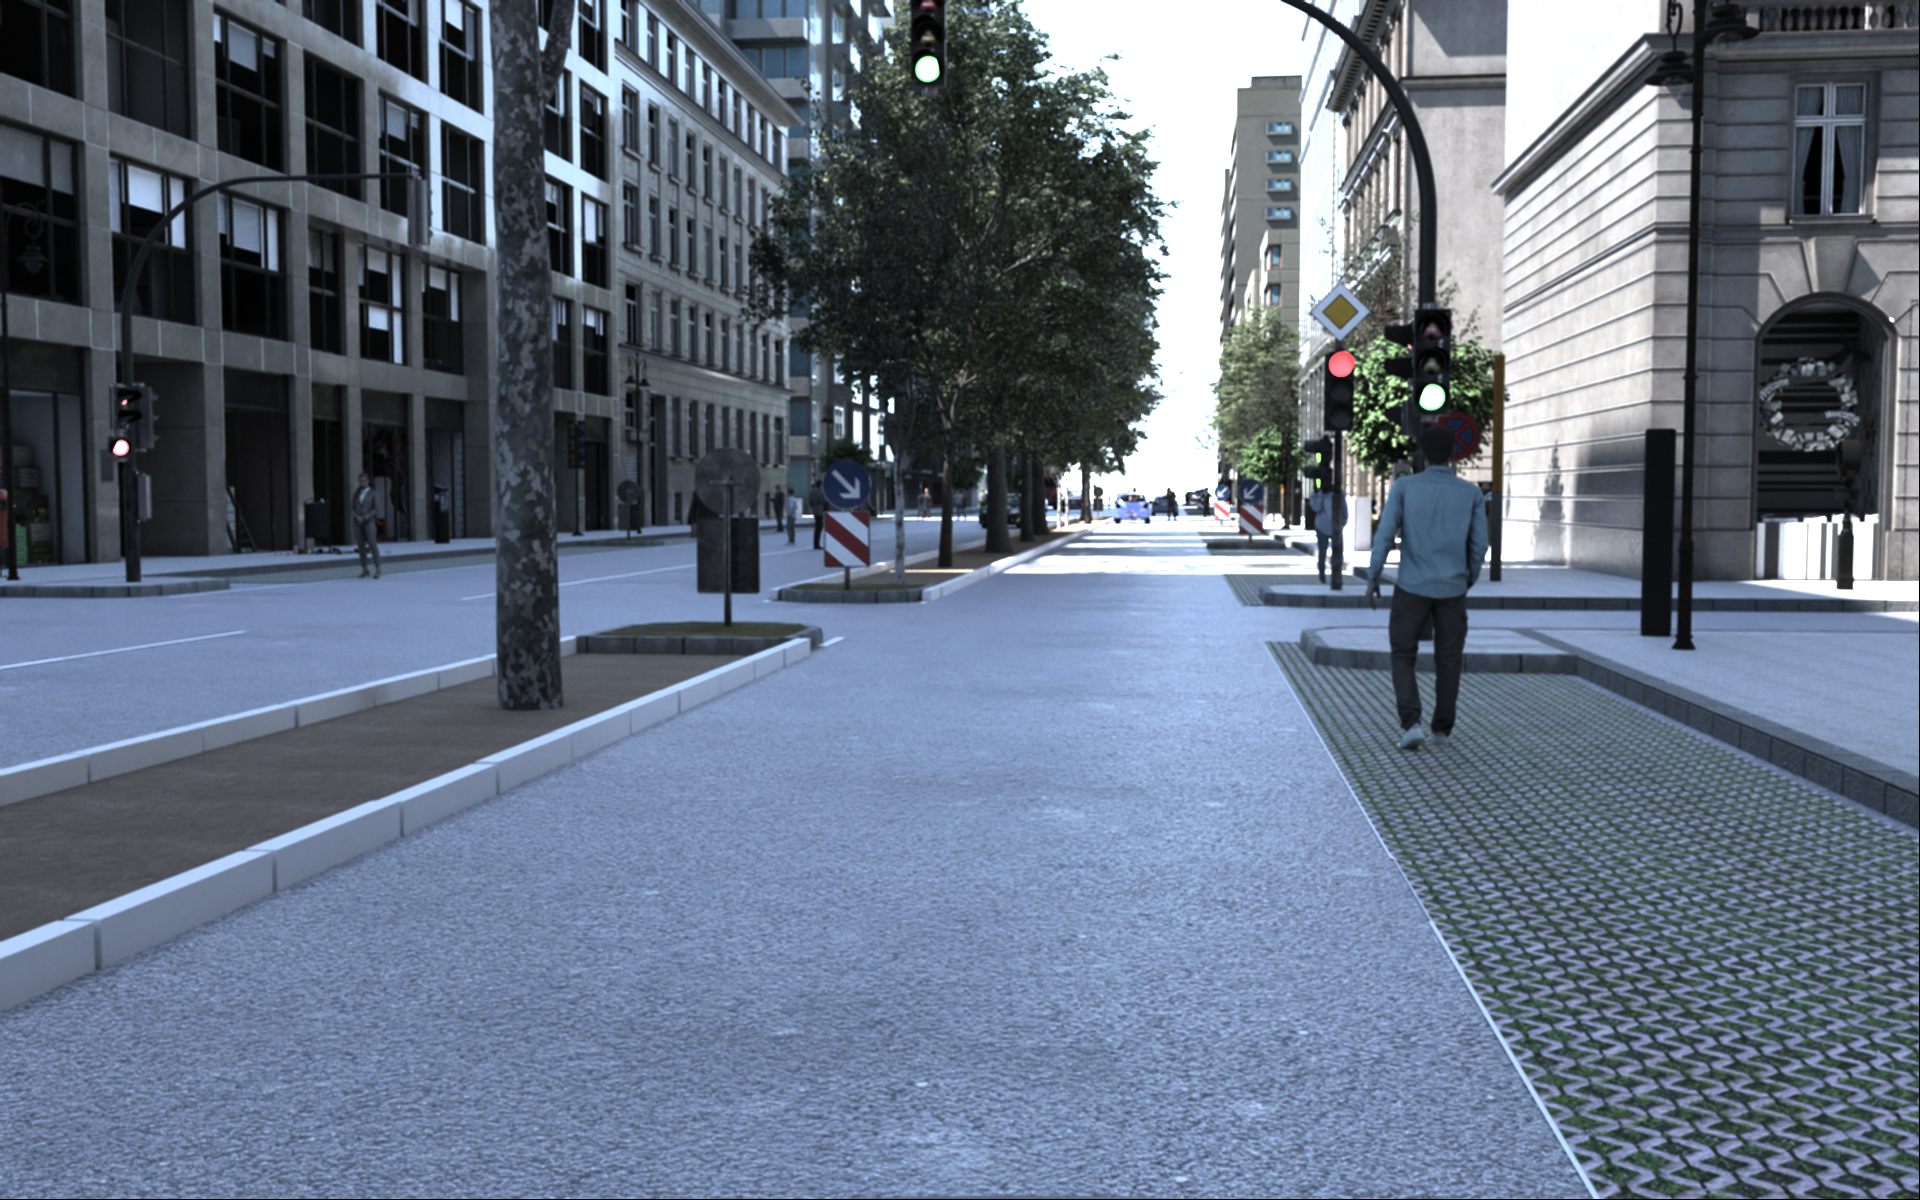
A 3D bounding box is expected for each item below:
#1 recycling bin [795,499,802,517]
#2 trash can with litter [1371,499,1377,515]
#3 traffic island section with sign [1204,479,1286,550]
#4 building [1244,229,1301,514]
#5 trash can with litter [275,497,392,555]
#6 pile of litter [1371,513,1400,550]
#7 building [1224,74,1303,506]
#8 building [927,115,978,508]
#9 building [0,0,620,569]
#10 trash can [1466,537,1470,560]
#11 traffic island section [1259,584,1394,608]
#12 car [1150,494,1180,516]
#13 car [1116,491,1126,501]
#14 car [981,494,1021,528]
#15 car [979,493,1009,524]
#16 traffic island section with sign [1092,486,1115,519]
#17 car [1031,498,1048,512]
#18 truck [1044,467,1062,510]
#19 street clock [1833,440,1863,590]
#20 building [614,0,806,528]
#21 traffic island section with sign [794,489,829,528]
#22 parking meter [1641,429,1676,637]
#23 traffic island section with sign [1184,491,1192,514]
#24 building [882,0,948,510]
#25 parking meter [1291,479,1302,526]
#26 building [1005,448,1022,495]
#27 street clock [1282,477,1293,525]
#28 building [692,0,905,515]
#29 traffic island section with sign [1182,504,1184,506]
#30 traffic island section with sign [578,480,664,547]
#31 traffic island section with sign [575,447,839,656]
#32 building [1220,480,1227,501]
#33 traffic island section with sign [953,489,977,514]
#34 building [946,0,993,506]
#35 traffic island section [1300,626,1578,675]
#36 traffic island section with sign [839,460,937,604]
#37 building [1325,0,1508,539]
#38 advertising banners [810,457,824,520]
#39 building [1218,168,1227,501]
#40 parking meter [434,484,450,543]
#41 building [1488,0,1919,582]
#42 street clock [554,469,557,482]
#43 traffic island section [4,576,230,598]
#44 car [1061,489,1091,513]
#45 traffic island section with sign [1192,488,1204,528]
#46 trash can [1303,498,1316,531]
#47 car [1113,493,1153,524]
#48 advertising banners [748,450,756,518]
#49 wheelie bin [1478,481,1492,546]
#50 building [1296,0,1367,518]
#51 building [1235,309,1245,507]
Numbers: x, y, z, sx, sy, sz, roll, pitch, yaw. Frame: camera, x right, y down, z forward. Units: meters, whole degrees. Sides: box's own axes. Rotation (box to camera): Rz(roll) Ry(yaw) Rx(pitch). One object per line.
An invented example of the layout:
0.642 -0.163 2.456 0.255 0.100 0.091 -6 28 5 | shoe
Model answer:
-9.391 -5.220 97.907 0.722 1.027 0.722 2 4 25 | recycling bin
10.235 -2.011 44.269 0.624 1.170 1.055 -1 4 -9 | trash can with litter
7.493 -2.251 45.438 1.989 1.847 2.006 0 4 7 | traffic island section with sign
35.506 -17.181 125.949 27.650 21.520 28.899 0 4 7 | building
-13.400 -1.595 37.137 2.233 1.210 1.678 0 4 -7 | trash can with litter
9.725 -1.603 40.170 1.176 0.858 1.719 -2 4 -24 | pile of litter
41.634 -35.052 196.806 21.300 48.544 21.600 0 4 7 | building
-6.052 -29.503 165.968 14.154 41.232 14.086 0 4 7 | building
-23.762 -14.734 45.425 19.350 26.468 34.151 0 4 7 | building
7.219 -0.828 25.199 0.748 1.137 0.748 0 3 0 | trash can
5.061 -0.056 23.191 2.009 0.180 2.903 0 4 7 | traffic island section
13.456 -6.227 113.822 2.014 1.417 4.499 0 4 6 | car
22.212 -13.808 234.439 2.281 1.827 5.304 0 4 6 | car
1.963 -3.920 73.876 2.009 1.686 4.222 1 4 9 | car
1.976 -4.590 83.847 1.959 1.807 4.718 0 4 7 | car
7.809 -5.510 98.222 2.006 1.907 1.989 0 4 7 | traffic island section with sign
6.045 -7.882 138.464 1.945 1.707 3.694 1 4 9 | car
8.044 -10.505 160.663 2.839 4.237 11.283 0 4 5 | truck
11.847 -1.135 23.131 0.358 2.002 0.471 1 4 17 | street clock
-17.870 -14.912 77.094 16.112 22.955 30.059 0 4 7 | building
-5.987 -4.040 74.674 1.989 1.847 2.006 0 4 7 | traffic island section with sign
6.347 -0.614 15.745 0.255 1.863 0.399 1 4 21 | parking meter
17.049 -6.967 122.530 1.989 1.847 2.006 0 4 7 | traffic island section with sign
-15.679 -34.046 145.895 28.713 52.752 27.495 0 4 7 | building
13.447 -3.883 69.201 0.399 1.863 0.255 -1 4 -12 | parking meter
1.097 -33.020 223.465 14.154 41.232 14.086 0 4 7 | building
13.624 -4.124 72.005 0.358 2.002 0.471 -2 4 -34 | street clock
-16.760 -30.369 116.139 23.786 49.044 30.456 0 4 7 | building
20.369 -8.603 149.281 1.989 1.847 2.006 0 4 7 | traffic island section with sign
-9.300 -2.403 47.923 1.989 1.847 2.006 0 4 7 | traffic island section with sign
-2.345 -0.499 16.301 2.006 1.907 1.989 0 4 7 | traffic island section with sign
49.668 -32.302 220.020 32.217 40.220 23.993 0 4 7 | building
0.175 -7.076 124.317 1.989 1.847 2.006 0 4 7 | traffic island section with sign
-6.562 -54.283 200.202 22.319 86.520 31.000 0 4 7 | building
4.079 0.429 15.266 2.009 0.180 2.903 0 4 7 | traffic island section
-1.424 -0.949 23.650 2.006 1.907 1.989 0 4 7 | traffic island section with sign
18.238 -11.793 57.444 10.561 19.102 19.286 0 4 7 | building
-6.784 -5.343 83.545 0.090 3.025 2.074 1 4 19 | advertising banners
47.363 -37.876 242.978 21.300 48.544 21.600 0 4 7 | building
-13.496 -2.244 45.100 0.372 1.533 0.369 0 3 0 | parking meter
22.202 -11.453 29.058 24.055 21.916 13.314 0 4 7 | building
-11.300 -2.631 47.589 0.471 2.002 0.358 3 5 43 | street clock
-12.099 -0.186 25.315 2.009 0.180 2.903 0 4 7 | traffic island section
9.110 -7.746 135.318 2.281 1.827 5.304 1 4 9 | car
10.866 -3.919 72.710 1.989 1.847 2.006 0 4 7 | traffic island section with sign
12.319 -2.981 60.394 0.748 1.137 0.748 0 3 0 | trash can
8.462 -4.599 84.785 1.945 1.707 3.694 0 4 7 | car
-8.449 -4.533 70.301 0.090 3.025 2.074 0 4 1 | advertising banners
13.095 -2.142 42.925 0.693 1.594 0.980 -2 4 -30 | wheelie bin
22.541 -18.582 81.306 11.434 29.767 29.804 0 4 7 | building
39.125 -18.931 154.566 27.650 21.520 28.899 0 4 7 | building
